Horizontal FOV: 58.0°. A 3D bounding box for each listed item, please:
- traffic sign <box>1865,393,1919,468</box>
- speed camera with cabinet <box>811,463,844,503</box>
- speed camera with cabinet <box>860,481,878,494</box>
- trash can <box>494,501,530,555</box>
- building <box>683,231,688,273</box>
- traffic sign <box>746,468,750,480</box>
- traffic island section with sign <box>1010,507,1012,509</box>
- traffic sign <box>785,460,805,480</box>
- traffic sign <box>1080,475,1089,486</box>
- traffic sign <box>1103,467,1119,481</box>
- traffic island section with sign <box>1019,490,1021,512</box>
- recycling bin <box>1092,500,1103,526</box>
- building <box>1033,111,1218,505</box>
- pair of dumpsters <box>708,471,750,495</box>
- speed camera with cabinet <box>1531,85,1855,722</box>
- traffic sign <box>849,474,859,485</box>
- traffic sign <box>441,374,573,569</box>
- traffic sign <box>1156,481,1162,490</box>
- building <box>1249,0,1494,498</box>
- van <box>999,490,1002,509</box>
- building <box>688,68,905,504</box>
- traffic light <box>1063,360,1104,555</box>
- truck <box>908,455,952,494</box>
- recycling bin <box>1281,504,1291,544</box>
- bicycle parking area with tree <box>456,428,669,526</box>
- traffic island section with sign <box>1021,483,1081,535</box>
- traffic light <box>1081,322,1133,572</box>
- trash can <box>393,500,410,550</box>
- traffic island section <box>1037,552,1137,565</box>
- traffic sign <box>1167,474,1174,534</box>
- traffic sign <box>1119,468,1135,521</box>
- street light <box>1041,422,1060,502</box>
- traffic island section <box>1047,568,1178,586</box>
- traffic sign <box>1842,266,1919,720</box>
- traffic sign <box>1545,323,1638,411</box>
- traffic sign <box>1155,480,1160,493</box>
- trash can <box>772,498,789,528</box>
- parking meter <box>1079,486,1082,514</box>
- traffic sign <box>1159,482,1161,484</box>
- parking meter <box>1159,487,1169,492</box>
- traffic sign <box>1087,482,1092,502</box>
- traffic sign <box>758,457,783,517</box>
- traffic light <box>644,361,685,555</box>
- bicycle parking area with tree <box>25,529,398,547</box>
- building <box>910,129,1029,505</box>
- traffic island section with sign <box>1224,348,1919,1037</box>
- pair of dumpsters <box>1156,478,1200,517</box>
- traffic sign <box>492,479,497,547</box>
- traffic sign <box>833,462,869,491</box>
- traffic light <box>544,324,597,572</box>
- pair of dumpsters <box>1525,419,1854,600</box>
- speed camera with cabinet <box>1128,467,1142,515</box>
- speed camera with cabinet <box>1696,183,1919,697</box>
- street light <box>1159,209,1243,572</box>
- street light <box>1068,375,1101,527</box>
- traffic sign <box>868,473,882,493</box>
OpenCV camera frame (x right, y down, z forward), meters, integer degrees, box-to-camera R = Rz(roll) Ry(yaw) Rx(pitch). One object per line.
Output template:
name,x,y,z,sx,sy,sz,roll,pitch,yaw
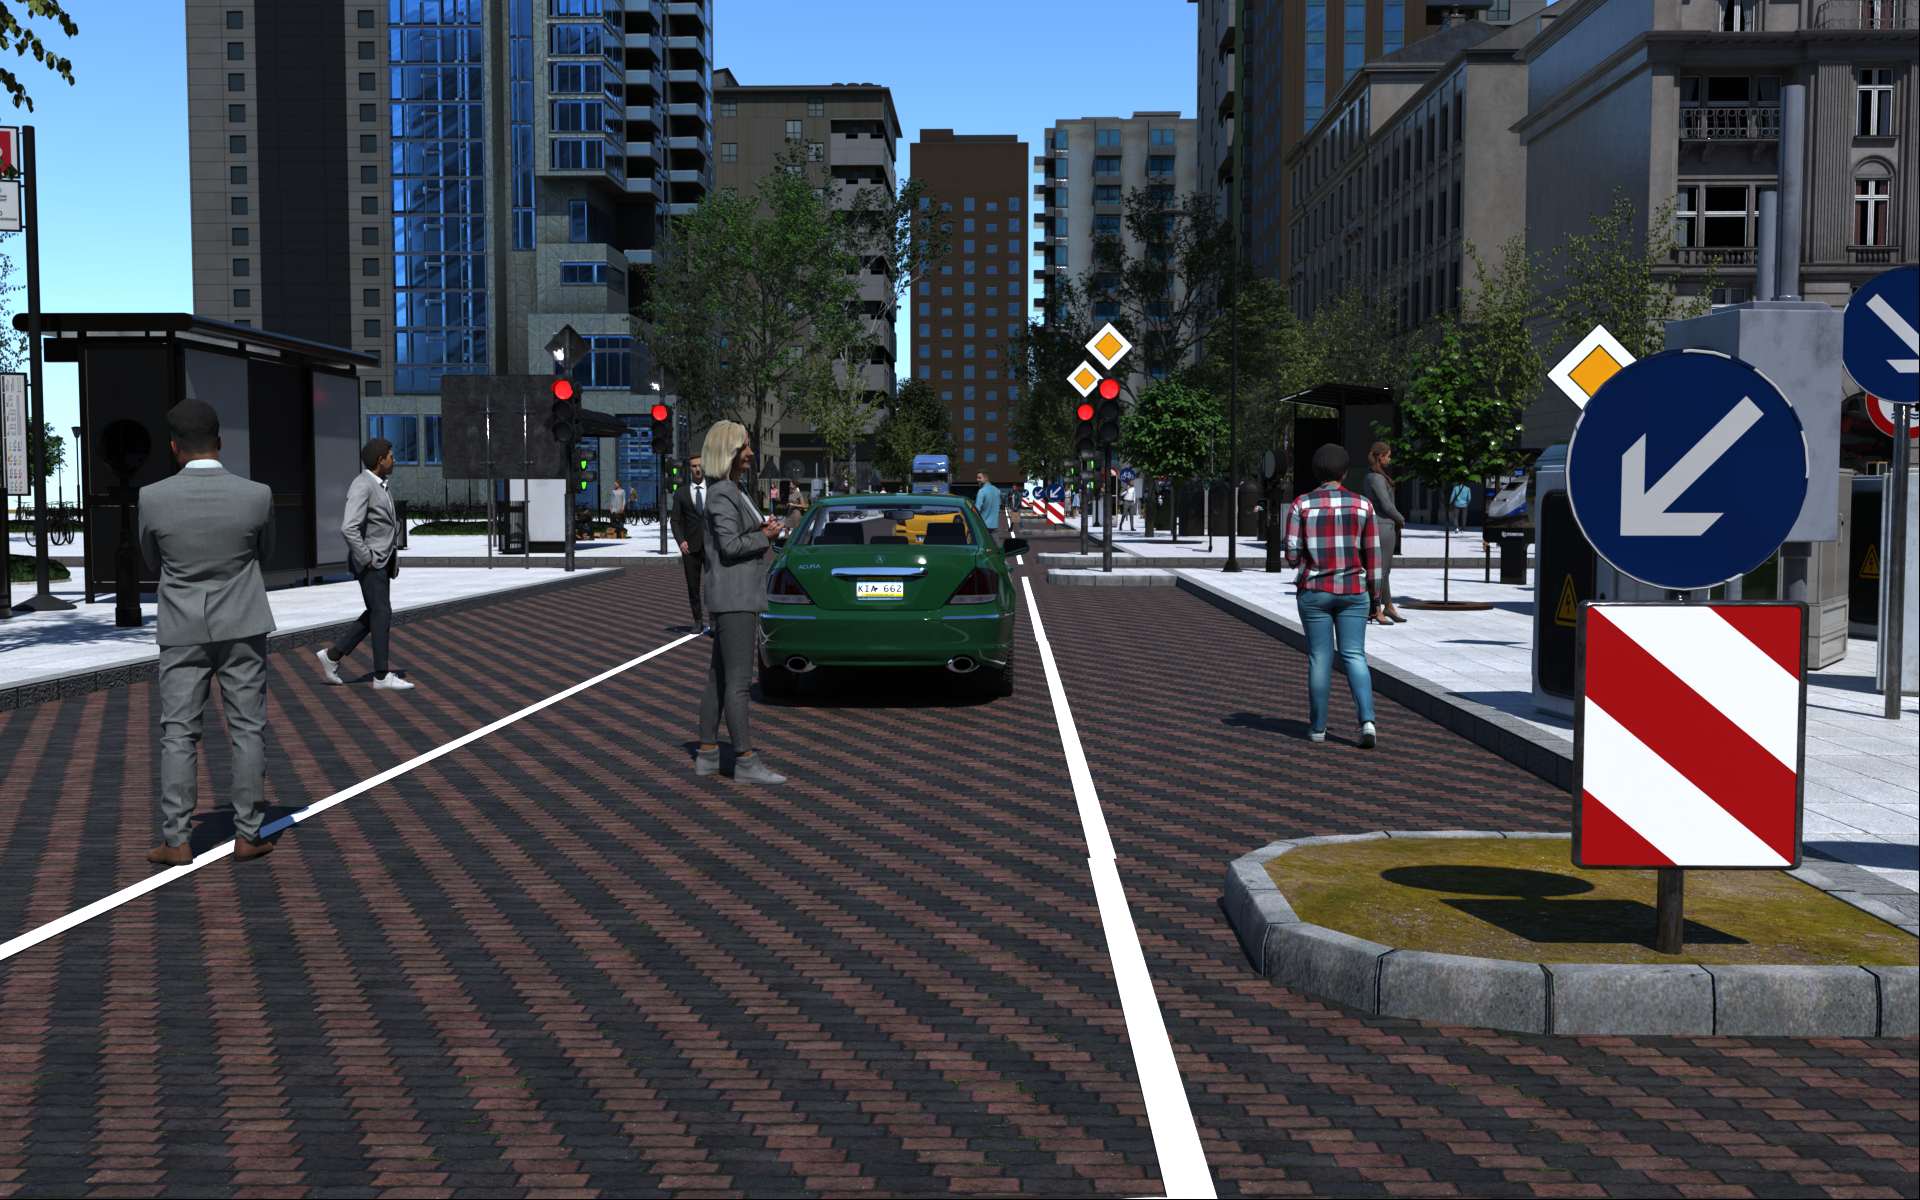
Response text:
traffic sign,8.811,-0.982,16.162,0.768,2.556,0.104,1,4,8
speed camera with cabinet,-8.406,-7.092,110.289,2.038,3.252,0.660,1,4,9
speed camera with cabinet,-5.810,-7.120,110.754,0.660,3.252,2.038,-1,4,-21
trash can,-9.520,-1.542,36.863,0.748,1.137,0.748,0,3,0
building,-47.932,-34.637,220.939,28.867,44.769,22.147,0,4,1
traffic sign,-10.074,-5.041,82.419,0.884,2.594,0.081,0,4,2
traffic island section with sign,5.131,-8.006,139.518,1.989,1.847,2.006,0,4,1
traffic sign,-6.127,-3.916,64.133,0.768,2.556,0.104,0,4,7
traffic sign,7.786,-6.671,109.182,0.768,2.556,0.104,1,4,8
traffic sign,7.131,-5.018,82.142,0.768,2.556,0.104,0,4,2
traffic island section with sign,3.885,-4.859,88.069,1.989,1.847,2.006,0,4,1
recycling bin,5.747,-3.448,68.923,0.722,1.027,0.722,3,4,37
building,24.509,-36.693,219.540,30.456,49.044,23.786,0,4,1
pair of dumpsters,-8.936,-3.955,67.165,1.574,2.255,4.437,0,4,1
speed camera with cabinet,3.766,-0.907,9.163,0.660,3.252,2.038,0,4,-8
traffic sign,-6.613,-6.546,107.140,0.768,2.556,0.104,0,4,8
traffic sign,-7.723,-2.182,29.542,2.265,3.308,0.079,0,4,3
traffic sign,8.813,-4.724,77.340,0.768,2.556,0.104,1,4,10
building,28.759,-28.966,123.698,14.600,45.320,14.200,0,4,1
van,3.309,-9.936,169.470,2.013,2.044,4.112,0,4,1
building,-19.685,-38.767,223.077,27.495,52.752,28.713,0,4,1
traffic light,2.601,-2.904,36.397,0.839,4.253,0.868,0,4,1
truck,-1.828,-8.260,124.803,2.967,4.110,18.799,0,4,1
recycling bin,8.692,-1.991,45.110,0.722,1.027,0.722,3,5,42
bicycle parking area with tree,-17.034,-5.123,70.770,8.231,4.147,9.016,3,4,37
traffic island section with sign,3.239,-3.209,61.101,1.989,1.847,2.006,0,4,1
traffic light,2.408,-2.415,28.414,0.839,4.253,0.868,0,4,1
trash can,-12.993,-1.714,39.685,0.748,1.137,0.748,0,3,0
traffic island section,2.641,-0.870,36.510,2.009,0.180,2.903,0,4,1
traffic sign,6.773,-3.373,55.257,0.768,2.556,0.104,0,4,7
traffic sign,8.016,-5.078,83.123,0.768,2.556,0.104,0,4,2
street light,5.840,-8.498,111.487,1.470,5.913,1.316,0,4,1
traffic island section,2.448,-0.382,28.527,2.009,0.180,2.903,0,4,1
traffic sign,5.322,-0.593,9.807,0.768,2.556,0.104,0,4,6
traffic sign,4.934,-0.834,13.377,0.795,2.593,0.064,0,4,6
traffic sign,7.736,-4.131,67.655,0.768,2.556,0.104,0,4,2
trash can,-6.850,-3.336,66.200,0.748,1.137,0.748,0,3,0
parking meter,7.825,-6.408,110.482,0.399,1.863,0.255,-1,4,-20
traffic sign,9.696,-5.017,84.149,0.606,2.300,0.079,0,4,7
parking meter,7.341,-3.297,62.318,0.372,1.533,0.369,0,3,0
traffic sign,8.351,-6.709,111.813,0.606,2.300,0.079,1,4,11
traffic sign,-6.600,-3.683,60.214,0.884,2.594,0.081,1,4,11
traffic light,-6.258,-2.916,36.594,0.839,4.253,0.868,0,4,1
bicycle parking area with tree,-19.285,-3.590,45.696,8.231,4.147,9.016,1,4,9
building,1.270,-34.582,215.523,14.200,45.320,14.600,0,4,1
traffic island section with sign,1.903,0.190,5.527,1.989,1.847,2.006,0,4,1
pair of dumpsters,9.311,-4.358,73.742,1.574,2.255,4.437,0,4,1
traffic sign,-11.244,-2.550,41.802,0.768,2.556,0.104,0,4,3
traffic sign,-6.883,-7.064,109.373,2.265,3.308,0.079,0,4,7
traffic light,-6.451,-2.428,28.611,0.839,4.253,0.868,0,4,1
pair of dumpsters,7.019,-0.891,17.060,1.574,2.255,4.437,0,4,1
speed camera with cabinet,10.548,-6.768,104.998,0.660,3.252,2.038,0,4,-7
speed camera with cabinet,5.969,-1.033,11.220,2.038,3.252,0.660,2,4,33
street light,3.937,-3.414,28.364,1.470,5.913,1.316,0,4,1
street light,4.789,-5.794,67.273,1.470,5.913,1.316,0,4,1
traffic sign,-5.204,-6.466,105.730,0.884,2.594,0.081,0,4,6
